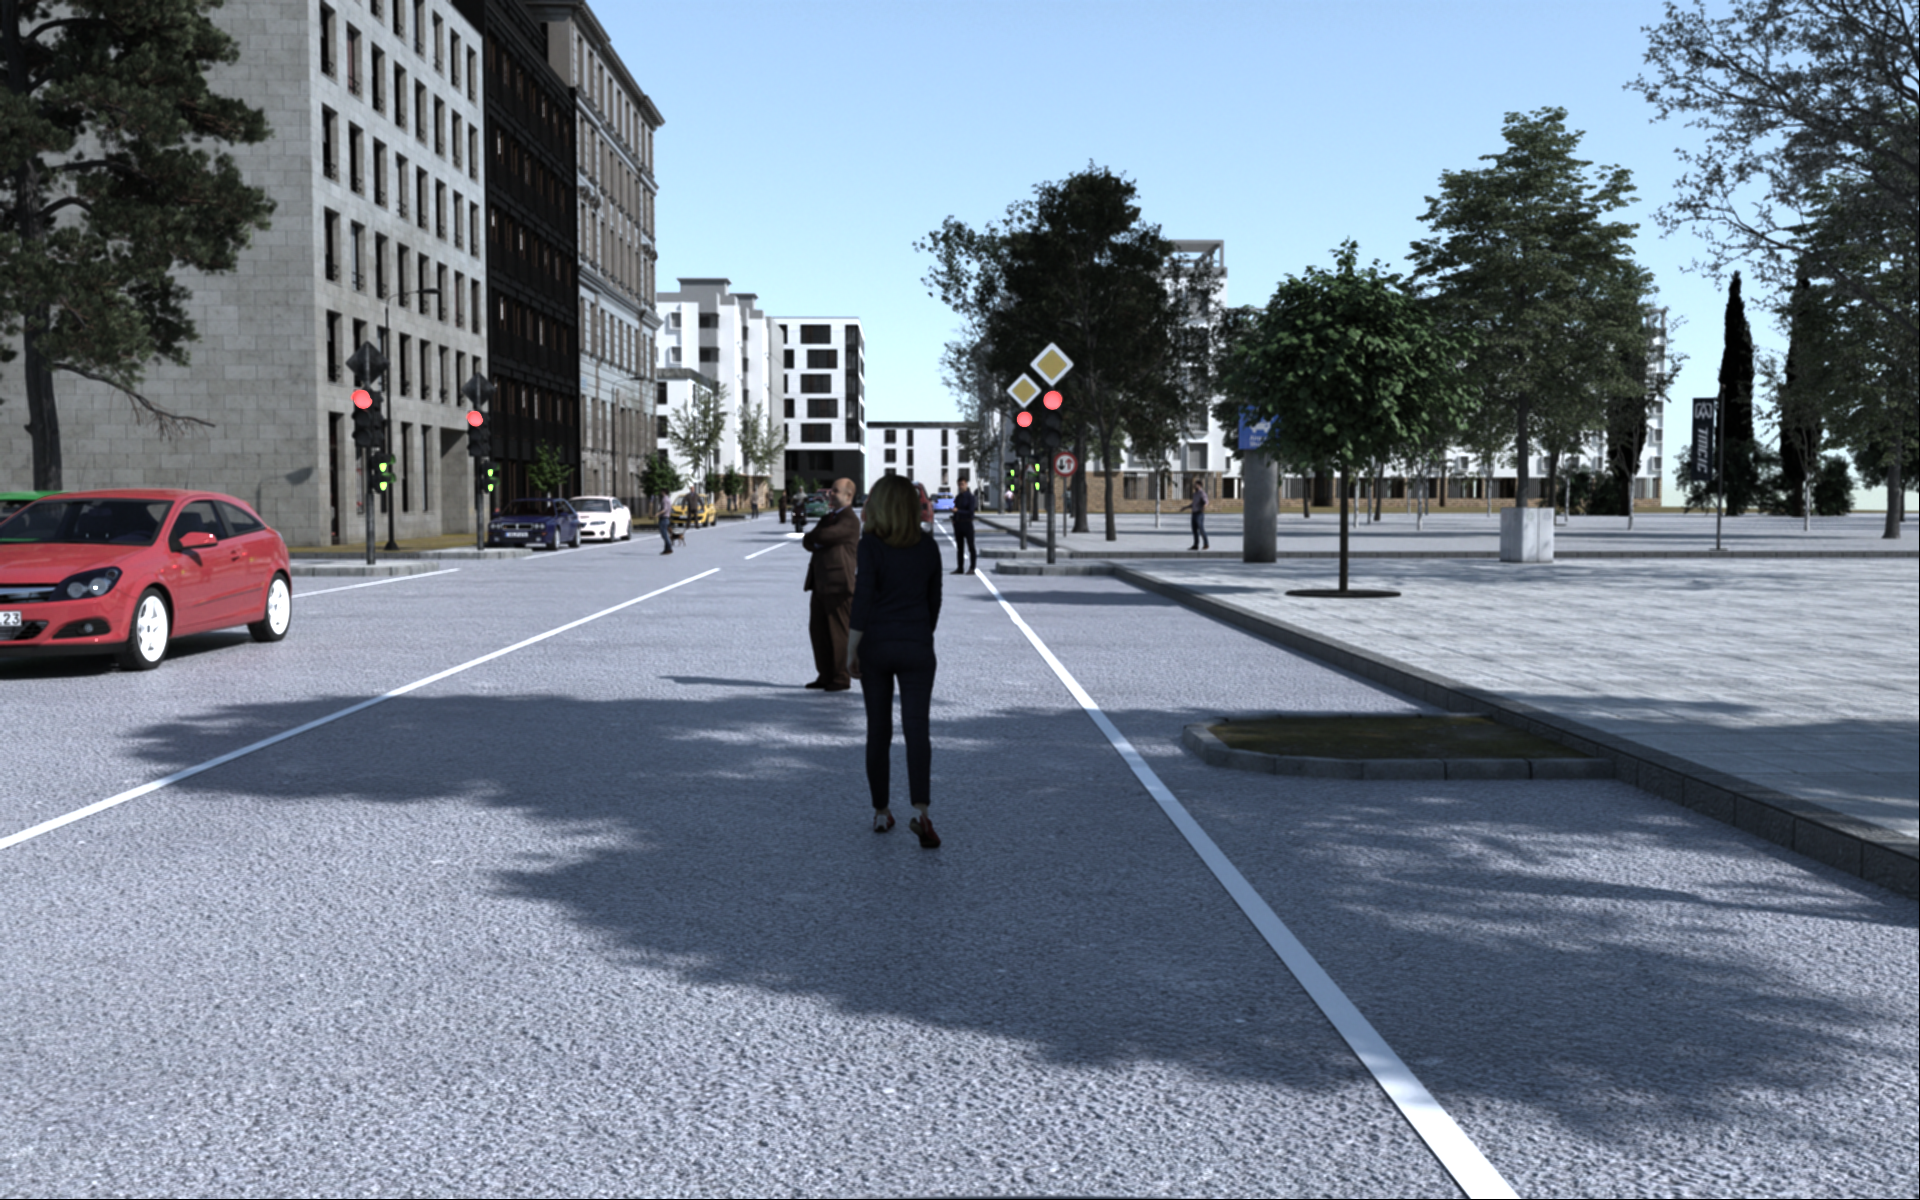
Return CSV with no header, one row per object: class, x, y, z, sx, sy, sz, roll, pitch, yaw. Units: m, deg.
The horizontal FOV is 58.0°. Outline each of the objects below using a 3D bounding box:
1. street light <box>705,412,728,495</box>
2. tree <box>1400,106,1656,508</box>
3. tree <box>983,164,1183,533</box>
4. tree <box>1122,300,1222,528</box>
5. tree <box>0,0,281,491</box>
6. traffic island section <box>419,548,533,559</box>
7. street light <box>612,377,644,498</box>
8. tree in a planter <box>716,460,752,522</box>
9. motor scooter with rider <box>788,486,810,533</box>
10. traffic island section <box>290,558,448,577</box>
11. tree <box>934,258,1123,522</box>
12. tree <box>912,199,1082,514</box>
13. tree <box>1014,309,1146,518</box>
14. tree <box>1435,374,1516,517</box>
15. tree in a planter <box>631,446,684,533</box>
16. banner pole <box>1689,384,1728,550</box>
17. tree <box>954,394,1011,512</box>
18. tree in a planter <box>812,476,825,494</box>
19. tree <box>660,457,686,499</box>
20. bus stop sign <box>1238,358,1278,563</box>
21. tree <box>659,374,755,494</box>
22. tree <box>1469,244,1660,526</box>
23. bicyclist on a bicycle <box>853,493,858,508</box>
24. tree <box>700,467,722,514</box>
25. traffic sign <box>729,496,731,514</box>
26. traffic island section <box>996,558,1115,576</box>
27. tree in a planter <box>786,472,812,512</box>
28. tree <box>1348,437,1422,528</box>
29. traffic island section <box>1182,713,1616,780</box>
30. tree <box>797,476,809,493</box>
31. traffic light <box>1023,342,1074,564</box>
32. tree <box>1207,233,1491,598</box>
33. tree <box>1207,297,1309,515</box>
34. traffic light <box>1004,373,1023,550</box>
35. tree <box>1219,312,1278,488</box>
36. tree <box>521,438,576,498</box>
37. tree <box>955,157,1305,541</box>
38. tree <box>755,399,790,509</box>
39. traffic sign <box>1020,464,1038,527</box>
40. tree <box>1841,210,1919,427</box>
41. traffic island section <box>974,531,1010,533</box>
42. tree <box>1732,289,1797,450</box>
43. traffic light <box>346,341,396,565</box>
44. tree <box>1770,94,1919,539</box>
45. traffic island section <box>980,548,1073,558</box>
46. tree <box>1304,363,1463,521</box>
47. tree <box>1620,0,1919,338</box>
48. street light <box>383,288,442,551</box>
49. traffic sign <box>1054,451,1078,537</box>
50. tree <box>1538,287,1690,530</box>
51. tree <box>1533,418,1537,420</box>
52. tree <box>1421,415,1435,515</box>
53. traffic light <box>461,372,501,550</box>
street light,-13.877,-7.692,98.311,1.470,5.913,1.316,0,4,-2
tree,16.624,-8.141,51.225,7.486,12.596,7.792,0,3,0
tree,4.006,-8.271,57.286,6.751,12.117,7.091,0,3,0
tree,7.658,-6.996,64.747,4.360,8.622,3.978,0,3,0
tree,-13.520,-6.315,25.302,6.751,12.117,7.091,0,3,0
traffic island section,-10.956,-1.054,39.519,2.009,0.180,2.903,0,4,-2
street light,-13.220,-5.889,68.823,1.470,5.913,1.316,0,4,-2
tree in a planter,-12.026,-5.750,91.233,1.991,3.239,1.994,0,4,-2
motor scooter with rider,-6.036,-3.415,64.795,0.876,1.779,1.986,0,4,-1
traffic island section,-10.742,-0.566,31.537,2.009,0.180,2.903,0,4,-2
tree,3.667,-10.435,80.983,12.009,13.543,11.850,0,3,0
tree,3.912,-15.509,109.455,12.611,20.169,13.585,0,3,0
tree,6.601,-10.761,94.070,7.486,12.596,7.792,0,3,0
tree,29.339,-8.926,96.302,4.737,8.622,4.395,0,3,0
tree in a planter,-11.295,-4.089,64.074,1.991,3.239,1.994,0,4,-2
banner pole,17.146,-3.033,39.612,0.863,3.779,0.401,1,4,15
tree,1.449,-10.614,123.900,4.360,8.622,3.978,0,3,0
tree in a planter,-14.087,-10.457,168.186,1.991,3.239,1.994,0,4,-2
tree,-15.185,-5.821,89.769,1.663,3.219,1.824,0,3,0
bus stop sign,5.626,-2.653,32.389,0.837,3.901,0.837,1,4,11
tree,-15.853,-9.497,105.643,4.737,8.622,4.395,0,3,0
tree,24.268,-8.836,70.217,9.928,11.665,9.643,0,3,0
bicyclist on a bicycle,-10.822,-10.282,178.127,1.499,1.676,1.625,0,4,0
tree,-16.216,-7.189,112.144,1.663,3.219,1.824,0,3,0
traffic sign,-14.647,-6.745,110.286,0.884,2.594,0.081,0,4,0
traffic island section,1.695,-0.586,31.865,2.009,0.180,2.903,0,4,-2
tree in a planter,-13.363,-8.806,141.202,1.991,3.239,1.994,0,4,-2
tree,14.813,-7.048,65.605,4.737,8.622,4.395,0,3,0
traffic island section,2.290,0.807,9.675,1.991,0.108,1.994,0,4,-2
tree,-17.227,-11.919,189.468,1.663,3.219,1.824,0,3,0
traffic light,1.655,-2.600,31.751,0.839,4.213,0.868,0,4,-2
tree,4.823,-2.341,21.992,4.285,4.588,4.351,0,3,0
tree,19.691,-12.320,108.091,9.857,13.997,8.962,0,3,0
traffic light,1.440,-3.088,39.733,0.839,4.213,0.868,0,4,-2
tree,12.647,-7.344,70.444,4.737,8.622,4.395,0,3,0
tree,-14.465,-4.007,60.113,1.663,3.219,1.824,0,3,0
tree,4.149,-6.917,47.507,8.767,10.594,7.601,0,4,-2
tree,-15.372,-11.128,132.309,4.737,8.622,4.395,0,3,0
traffic sign,2.713,-4.095,66.961,0.884,2.594,0.081,0,4,5
tree,23.772,-5.627,42.371,4.360,8.622,3.978,0,3,0
traffic island section,0.818,-2.547,64.503,1.991,0.108,1.994,0,4,-2
tree,29.461,-6.734,60.463,4.360,8.622,3.978,0,3,0
traffic light,-10.702,-2.579,31.404,0.839,4.213,0.868,0,4,-2
tree,27.263,-8.055,49.830,7.486,12.596,7.792,0,3,0
traffic island section,1.481,-1.074,39.847,2.009,0.180,2.903,0,4,-2
tree,20.196,-9.041,82.227,7.601,10.594,8.767,2,4,33
tree,14.797,-6.981,24.508,12.009,13.543,11.850,0,3,0
street light,-12.394,-4.079,39.237,1.470,5.913,1.316,0,4,-2
traffic sign,3.143,-3.164,51.831,0.768,2.556,0.104,0,4,0
tree,23.819,-6.818,61.831,4.360,8.622,3.978,0,3,0
tree,28.937,-8.057,82.089,4.360,8.622,3.978,0,3,0
tree,17.421,-7.587,74.416,4.737,8.622,4.395,0,3,0
traffic light,-10.916,-3.067,39.387,0.839,4.213,0.868,0,4,-2
